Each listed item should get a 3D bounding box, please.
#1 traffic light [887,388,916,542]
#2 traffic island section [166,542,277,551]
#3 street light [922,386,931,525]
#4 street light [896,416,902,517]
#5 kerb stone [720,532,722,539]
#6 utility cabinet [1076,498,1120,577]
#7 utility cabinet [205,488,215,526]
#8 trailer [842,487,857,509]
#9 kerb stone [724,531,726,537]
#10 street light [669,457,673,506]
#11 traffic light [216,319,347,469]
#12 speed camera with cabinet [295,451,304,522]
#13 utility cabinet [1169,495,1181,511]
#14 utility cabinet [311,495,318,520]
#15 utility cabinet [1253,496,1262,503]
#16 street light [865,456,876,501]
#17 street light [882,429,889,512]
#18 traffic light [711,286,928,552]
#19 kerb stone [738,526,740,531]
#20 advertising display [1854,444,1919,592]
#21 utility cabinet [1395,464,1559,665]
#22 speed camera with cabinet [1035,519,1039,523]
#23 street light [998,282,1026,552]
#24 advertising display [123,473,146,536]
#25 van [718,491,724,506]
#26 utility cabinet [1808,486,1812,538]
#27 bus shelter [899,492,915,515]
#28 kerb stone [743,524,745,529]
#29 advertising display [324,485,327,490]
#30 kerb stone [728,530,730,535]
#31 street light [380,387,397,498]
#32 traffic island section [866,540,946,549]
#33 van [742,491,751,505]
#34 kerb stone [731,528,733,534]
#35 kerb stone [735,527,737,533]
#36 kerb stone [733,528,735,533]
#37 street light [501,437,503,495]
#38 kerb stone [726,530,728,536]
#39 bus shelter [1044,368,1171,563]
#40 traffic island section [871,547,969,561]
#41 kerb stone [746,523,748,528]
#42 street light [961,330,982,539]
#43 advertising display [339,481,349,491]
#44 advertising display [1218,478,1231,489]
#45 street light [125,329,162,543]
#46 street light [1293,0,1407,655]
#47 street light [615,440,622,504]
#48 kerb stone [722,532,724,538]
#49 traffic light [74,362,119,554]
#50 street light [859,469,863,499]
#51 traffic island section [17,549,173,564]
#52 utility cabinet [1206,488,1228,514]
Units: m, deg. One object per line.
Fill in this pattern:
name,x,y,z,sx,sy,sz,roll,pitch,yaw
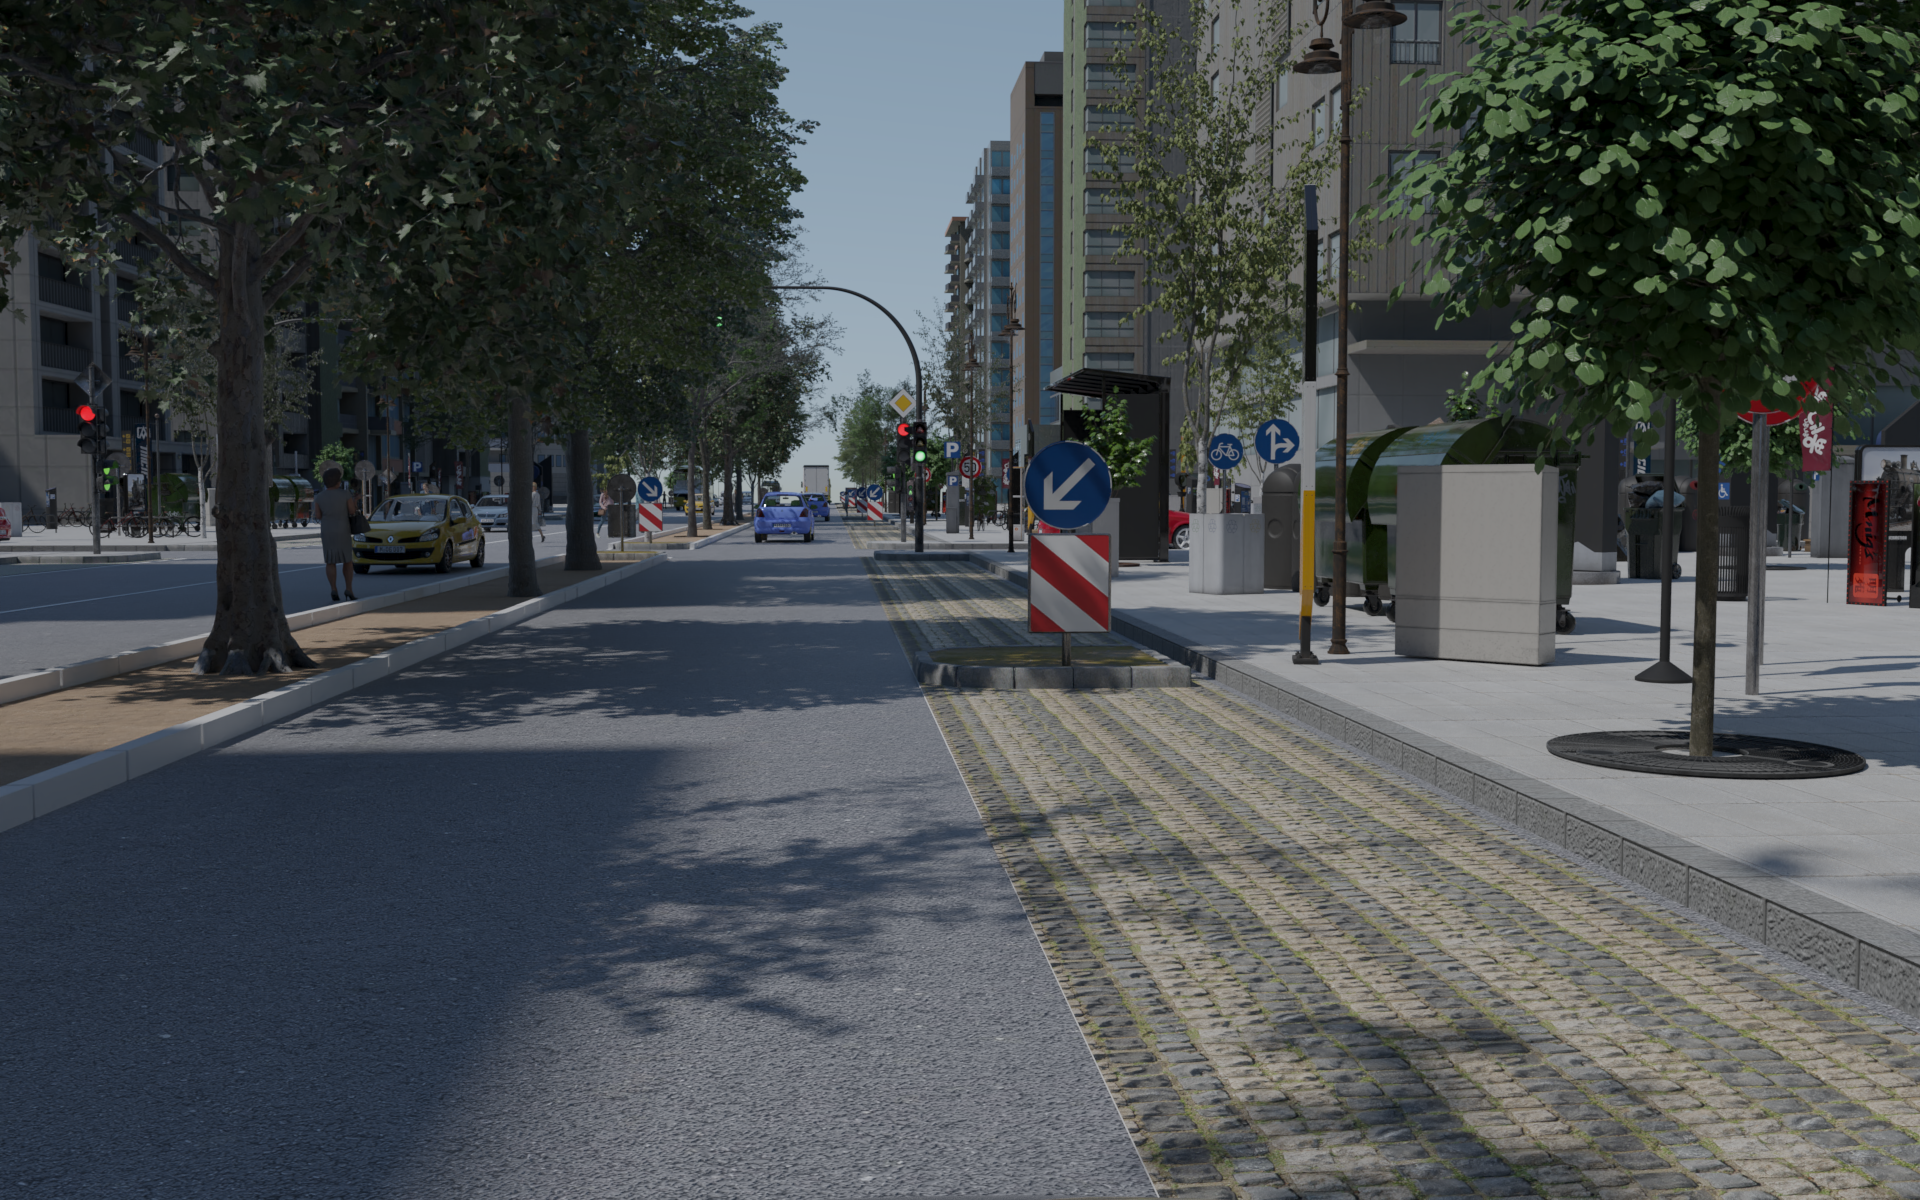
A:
traffic light,-1.524,-3.498,46.107,0.839,4.253,0.868,0,4,-4
traffic island section,-19.026,-1.384,44.916,2.009,0.180,2.903,0,4,-4
street light,-1.472,-6.119,72.839,0.468,5.910,1.993,0,4,-4
street light,-3.311,-7.602,97.074,0.468,5.910,1.993,0,4,-4
kerb stone,-7.679,-1.988,54.698,0.120,0.150,1.000,0,4,-4
utility cabinet,2.100,-0.940,26.533,0.306,1.237,1.020,2,4,29
utility cabinet,-29.207,-3.652,68.390,0.318,1.500,1.173,2,4,30
trailer,-9.435,-8.732,149.813,1.471,1.999,3.904,0,4,-5
kerb stone,-7.827,-2.113,56.747,0.120,0.150,1.000,0,4,-4
street light,-32.262,-13.474,193.094,0.468,5.910,1.993,0,4,-4
traffic light,-16.906,-4.300,44.975,4.771,5.953,1.251,0,4,-4
speed camera with cabinet,-30.865,-5.264,80.399,0.660,3.252,2.038,-1,4,-11
utility cabinet,10.010,-4.373,82.659,1.020,1.237,0.306,0,4,-3
utility cabinet,-31.728,-4.590,86.208,0.306,1.237,1.020,3,5,43
utility cabinet,9.126,-2.549,52.833,0.306,1.237,1.020,1,4,16
street light,-8.935,-12.217,172.538,0.468,5.910,1.993,0,4,-4
street light,-5.376,-9.280,124.515,0.468,5.910,1.993,0,4,-4
traffic light,-3.006,-3.864,37.847,4.771,5.953,1.251,0,4,-4
kerb stone,-8.448,-2.614,64.933,0.120,0.150,1.000,0,4,-4
advertising display,12.147,-1.063,22.597,0.974,1.923,0.123,0,4,-4
utility cabinet,3.949,-0.281,13.270,1.173,1.500,0.318,3,5,42
speed camera with cabinet,3.984,-4.994,75.982,0.660,3.252,2.038,-3,5,-40
street light,1.125,-3.984,37.933,0.468,5.910,1.993,0,4,-4
advertising display,-25.245,-2.923,53.003,0.123,1.923,0.974,0,4,5
van,-28.816,-12.635,213.595,2.013,2.044,4.112,0,4,-5
utility cabinet,24.497,-2.525,49.964,1.173,1.500,0.318,0,4,-5
bus shelter,-3.104,-6.985,105.492,1.731,3.624,6.357,0,4,-4
kerb stone,-8.759,-2.862,69.025,0.120,0.150,1.000,0,4,-4
advertising display,-35.230,-5.633,97.320,0.974,1.923,0.123,0,4,-5
kerb stone,-7.984,-2.237,58.790,0.120,0.150,1.000,0,4,-4
street light,-22.713,-5.873,68.816,0.468,5.910,1.993,0,4,-4
traffic island section,-1.484,-1.464,46.224,2.009,0.180,2.903,0,4,-4
van,-28.658,-13.800,232.637,2.013,2.044,4.112,0,4,-5
kerb stone,-8.143,-2.360,60.836,0.120,0.150,1.000,0,4,-4
kerb stone,-8.293,-2.488,62.881,0.120,0.150,1.000,0,4,-4
kerb stone,-8.215,-2.423,61.855,0.120,0.150,1.000,0,4,-4
street light,-24.702,-7.373,93.343,0.468,5.910,1.993,0,4,-4
kerb stone,-7.910,-2.172,57.770,0.120,0.150,1.000,0,4,-4
bus shelter,2.932,-2.696,35.365,1.731,3.624,6.357,0,4,-4
traffic island section,-0.886,-0.977,38.261,2.009,0.180,2.903,0,4,-4
kerb stone,-8.909,-2.990,71.079,0.120,0.150,1.000,0,4,-4
street light,0.326,-4.654,48.886,0.468,5.910,1.993,0,4,-4
advertising display,-29.593,-4.784,83.436,0.123,1.923,0.974,0,4,-7
advertising display,10.705,-3.964,70.031,0.123,1.923,0.974,2,4,34
street light,-21.112,-4.419,45.031,0.468,5.910,1.993,0,4,-4
street light,3.043,-2.505,13.741,0.468,5.910,1.993,0,4,-4
street light,-28.533,-10.532,144.991,0.468,5.910,1.993,0,4,-4
kerb stone,-7.759,-2.049,55.722,0.120,0.150,1.000,0,4,-4
traffic light,-18.387,-2.930,36.822,0.839,4.253,0.868,0,4,-4
street light,-11.657,-14.359,207.556,0.468,5.910,1.993,0,4,-4
traffic island section,-18.428,-0.897,36.953,2.009,0.180,2.903,0,4,-4
utility cabinet,9.946,-3.590,67.377,1.173,1.500,0.318,2,4,34
